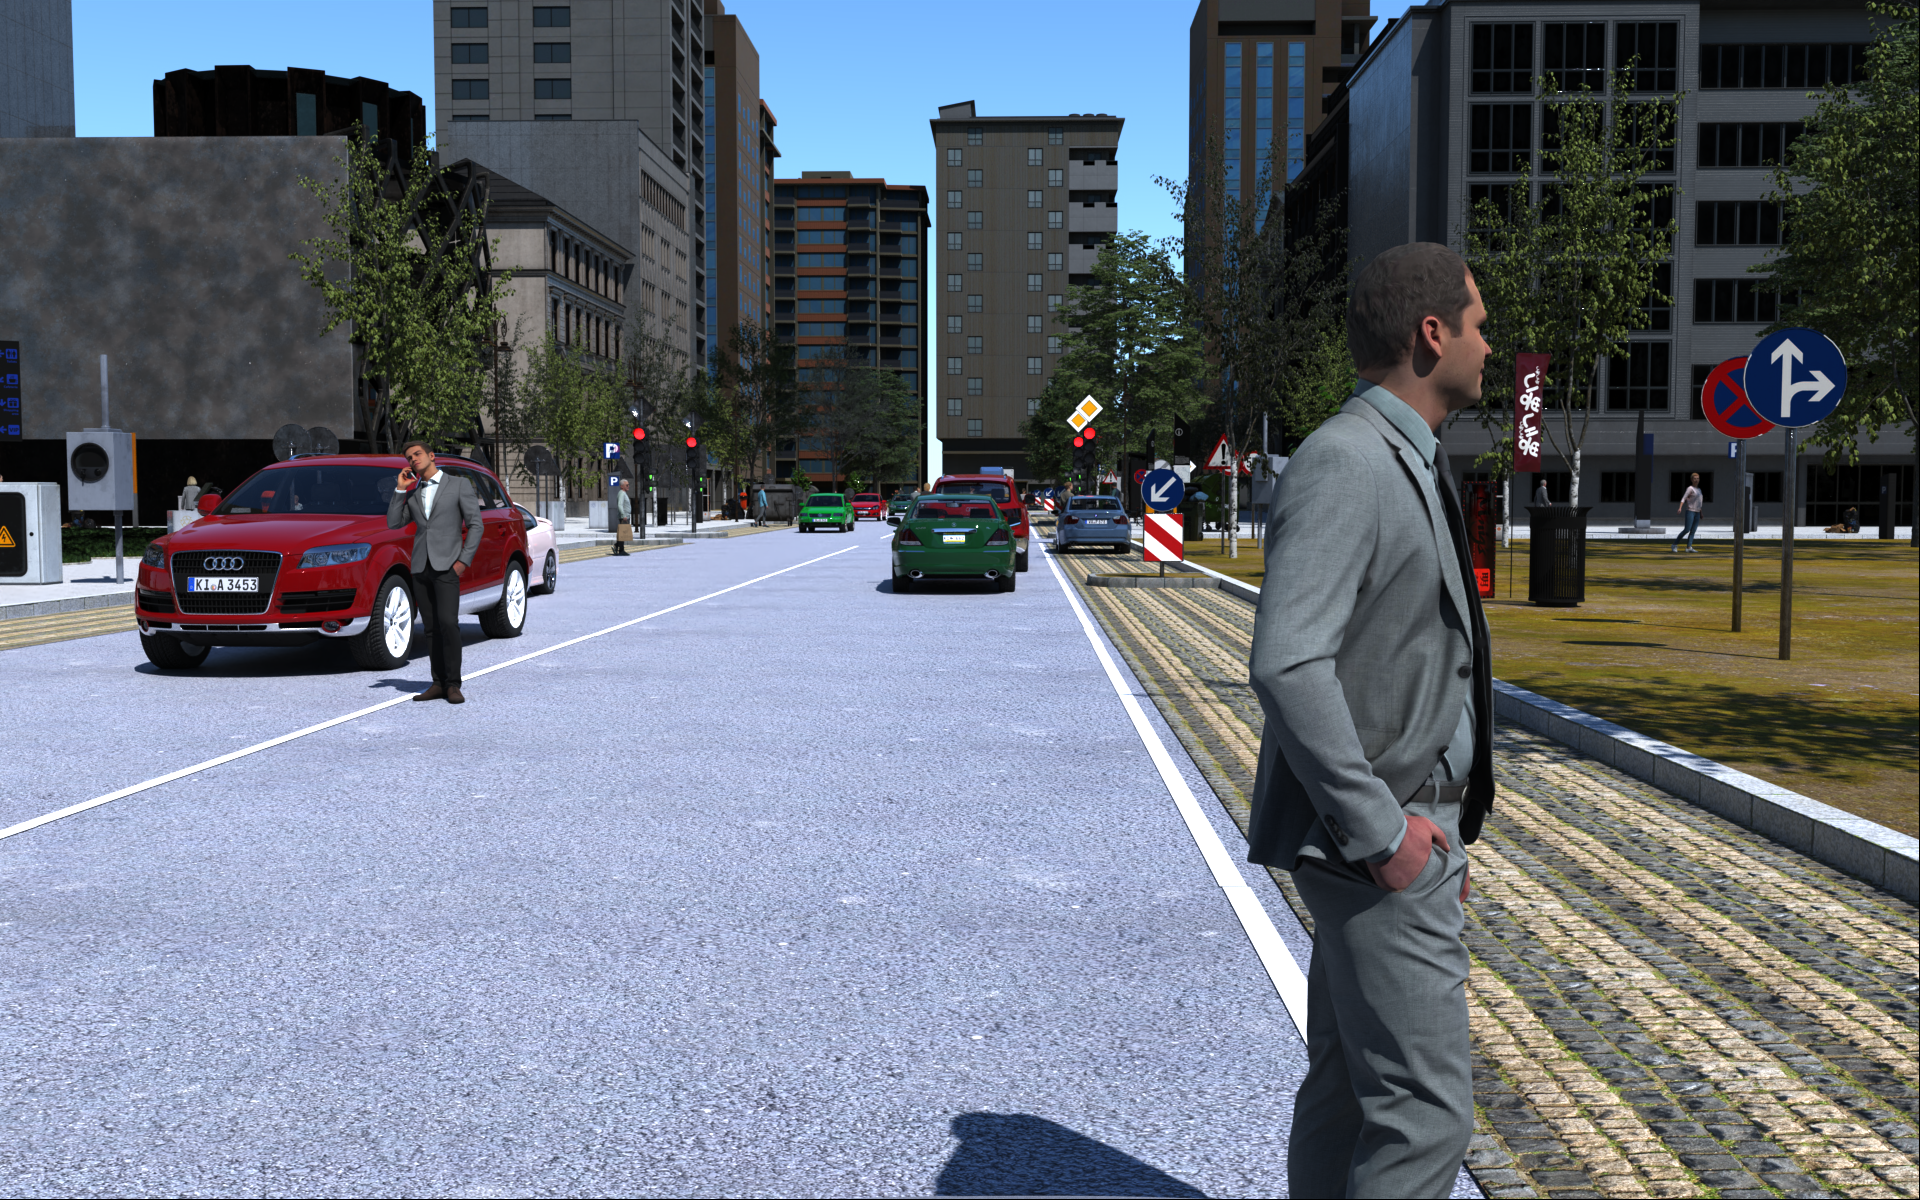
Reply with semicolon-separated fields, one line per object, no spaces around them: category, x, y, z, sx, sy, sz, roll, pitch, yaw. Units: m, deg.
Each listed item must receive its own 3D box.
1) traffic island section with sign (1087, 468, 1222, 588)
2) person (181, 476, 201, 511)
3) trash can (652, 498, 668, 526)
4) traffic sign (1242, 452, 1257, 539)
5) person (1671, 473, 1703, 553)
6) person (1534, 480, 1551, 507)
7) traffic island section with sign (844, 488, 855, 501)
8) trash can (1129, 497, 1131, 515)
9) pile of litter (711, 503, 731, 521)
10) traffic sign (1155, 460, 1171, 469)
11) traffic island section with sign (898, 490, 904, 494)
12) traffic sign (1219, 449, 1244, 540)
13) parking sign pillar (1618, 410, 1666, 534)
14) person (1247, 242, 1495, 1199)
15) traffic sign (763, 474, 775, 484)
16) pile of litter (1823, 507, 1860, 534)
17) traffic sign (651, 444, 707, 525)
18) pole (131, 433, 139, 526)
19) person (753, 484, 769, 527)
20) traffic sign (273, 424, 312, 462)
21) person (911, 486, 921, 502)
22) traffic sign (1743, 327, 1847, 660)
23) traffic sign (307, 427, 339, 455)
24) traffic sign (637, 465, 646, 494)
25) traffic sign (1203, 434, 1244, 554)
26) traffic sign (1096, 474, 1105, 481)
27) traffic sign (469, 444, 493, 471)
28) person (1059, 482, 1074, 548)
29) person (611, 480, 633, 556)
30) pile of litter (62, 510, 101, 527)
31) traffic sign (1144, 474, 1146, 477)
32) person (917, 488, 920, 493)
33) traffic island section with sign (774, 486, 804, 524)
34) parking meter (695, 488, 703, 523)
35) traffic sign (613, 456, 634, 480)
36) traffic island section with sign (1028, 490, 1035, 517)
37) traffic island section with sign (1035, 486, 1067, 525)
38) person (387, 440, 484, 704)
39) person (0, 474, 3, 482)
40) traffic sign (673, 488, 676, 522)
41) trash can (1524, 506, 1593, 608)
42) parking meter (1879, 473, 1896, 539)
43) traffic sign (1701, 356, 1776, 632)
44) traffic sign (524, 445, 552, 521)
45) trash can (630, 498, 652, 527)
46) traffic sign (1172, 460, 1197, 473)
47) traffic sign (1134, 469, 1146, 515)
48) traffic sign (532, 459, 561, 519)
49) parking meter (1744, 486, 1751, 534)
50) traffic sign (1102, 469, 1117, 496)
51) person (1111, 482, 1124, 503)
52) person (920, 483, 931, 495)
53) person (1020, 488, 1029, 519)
traffic island section with sign;3.011;-1.135;27.181;1.989;1.847;2.006;0;4;2
person;-22.500;-2.714;50.601;0.709;1.800;0.728;-1;4;-15
trash can;-12.190;-3.589;70.337;0.748;1.137;0.748;0;3;0
traffic sign;8.383;-3.020;49.482;0.768;2.556;0.104;0;4;3
person;15.857;-1.905;37.869;0.598;1.740;0.731;3;5;45
person;20.299;-3.289;60.223;0.834;1.777;0.661;-1;4;-17
traffic island section with sign;-6.943;-6.159;109.334;1.989;1.847;2.006;0;4;2
trash can;10.059;-5.863;107.508;0.748;1.137;0.748;0;3;0
pile of litter;-11.732;-4.334;84.825;1.176;0.858;1.719;0;4;5
traffic sign;7.403;-3.900;63.868;0.768;2.556;0.104;1;4;9
traffic island section with sign;-5.427;-9.230;159.531;1.989;1.847;2.006;0;4;2
traffic sign;7.482;-2.928;47.986;0.768;2.556;0.104;1;4;10
parking sign pillar;22.130;-4.135;56.086;1.447;3.967;1.447;1;4;18
person;0.638;0.364;2.653;0.391;1.810;0.635;1;4;10
traffic sign;-11.804;-6.547;107.151;0.768;2.556;0.104;0;4;2
pile of litter;29.044;-2.634;57.038;1.719;0.858;1.176;-3;5;-42
traffic sign;-11.515;-4.717;70.995;2.265;3.308;0.079;0;4;3
pole;-27.480;-3.903;57.655;0.158;3.312;0.155;0;3;0
person;-8.507;-4.017;74.037;0.748;1.841;0.638;-1;4;-15
traffic sign;-12.111;-1.914;31.407;0.768;2.556;0.104;1;4;10
person;-1.992;-4.250;78.174;0.511;1.800;0.466;-1;4;-17
traffic sign;6.381;-0.809;13.326;0.768;2.556;0.104;0;4;4
traffic sign;-12.104;-1.996;32.734;0.768;2.556;0.104;0;4;5
traffic sign;-13.823;-4.635;75.791;0.884;2.594;0.081;1;4;9
traffic sign;5.664;-2.279;37.263;0.884;2.594;0.081;1;4;10
traffic sign;9.081;-6.826;111.708;0.768;2.556;0.104;0;4;7
traffic sign;-12.569;-2.761;45.152;0.884;2.594;0.081;1;4;9
person;2.903;-2.257;45.946;0.362;1.759;0.519;-3;5;-42
person;-7.828;-1.902;40.077;0.515;1.767;0.782;-1;4;-9
pile of litter;-30.627;-2.822;60.104;1.719;0.858;1.176;0;4;-6
traffic sign;9.576;-5.289;86.206;0.795;2.593;0.064;0;4;4
person;-2.189;-4.558;83.698;0.598;1.740;0.731;2;4;24
traffic island section with sign;-7.754;-4.512;82.391;1.989;1.847;2.006;0;4;2
parking meter;-11.624;-4.349;76.825;0.399;1.863;0.255;3;5;39
traffic sign;-11.655;-3.649;59.664;0.884;2.594;0.081;1;4;9
traffic island section with sign;5.462;-6.123;108.741;1.989;1.847;2.006;0;4;2
traffic island section with sign;4.652;-4.463;81.595;1.989;1.847;2.006;0;4;2
person;-3.628;-0.203;11.998;0.592;1.802;0.473;2;4;30
person;-22.941;-2.147;41.483;0.599;1.781;0.374;0;4;-5
traffic sign;-13.074;-4.842;79.268;0.768;2.556;0.104;0;4;3
trash can;6.816;-0.496;19.764;0.748;1.137;0.748;0;3;0
parking meter;26.348;-2.661;49.211;0.255;1.863;0.399;0;4;-7
traffic sign;7.234;-0.976;16.060;0.768;2.556;0.104;0;4;6
traffic sign;-11.022;-2.760;45.227;0.768;2.556;0.104;0;4;6
trash can;-12.710;-3.478;68.521;0.748;1.137;0.748;0;3;0
traffic sign;7.486;-3.542;57.638;0.795;2.593;0.064;0;4;4
traffic sign;9.191;-5.353;87.621;0.768;2.556;0.104;0;4;8
traffic sign;-11.884;-3.046;49.799;0.884;2.594;0.081;1;4;9
parking meter;25.532;-2.937;56.425;0.372;1.533;0.369;0;3;0
traffic sign;7.750;-5.444;89.005;0.884;2.594;0.081;0;4;3
person;6.492;-4.041;72.465;0.721;1.781;0.623;1;4;19
person;-0.713;-2.962;57.144;1.509;1.804;0.699;1;4;22
person;3.411;-5.037;91.612;0.466;1.731;0.760;-3;5;-42
